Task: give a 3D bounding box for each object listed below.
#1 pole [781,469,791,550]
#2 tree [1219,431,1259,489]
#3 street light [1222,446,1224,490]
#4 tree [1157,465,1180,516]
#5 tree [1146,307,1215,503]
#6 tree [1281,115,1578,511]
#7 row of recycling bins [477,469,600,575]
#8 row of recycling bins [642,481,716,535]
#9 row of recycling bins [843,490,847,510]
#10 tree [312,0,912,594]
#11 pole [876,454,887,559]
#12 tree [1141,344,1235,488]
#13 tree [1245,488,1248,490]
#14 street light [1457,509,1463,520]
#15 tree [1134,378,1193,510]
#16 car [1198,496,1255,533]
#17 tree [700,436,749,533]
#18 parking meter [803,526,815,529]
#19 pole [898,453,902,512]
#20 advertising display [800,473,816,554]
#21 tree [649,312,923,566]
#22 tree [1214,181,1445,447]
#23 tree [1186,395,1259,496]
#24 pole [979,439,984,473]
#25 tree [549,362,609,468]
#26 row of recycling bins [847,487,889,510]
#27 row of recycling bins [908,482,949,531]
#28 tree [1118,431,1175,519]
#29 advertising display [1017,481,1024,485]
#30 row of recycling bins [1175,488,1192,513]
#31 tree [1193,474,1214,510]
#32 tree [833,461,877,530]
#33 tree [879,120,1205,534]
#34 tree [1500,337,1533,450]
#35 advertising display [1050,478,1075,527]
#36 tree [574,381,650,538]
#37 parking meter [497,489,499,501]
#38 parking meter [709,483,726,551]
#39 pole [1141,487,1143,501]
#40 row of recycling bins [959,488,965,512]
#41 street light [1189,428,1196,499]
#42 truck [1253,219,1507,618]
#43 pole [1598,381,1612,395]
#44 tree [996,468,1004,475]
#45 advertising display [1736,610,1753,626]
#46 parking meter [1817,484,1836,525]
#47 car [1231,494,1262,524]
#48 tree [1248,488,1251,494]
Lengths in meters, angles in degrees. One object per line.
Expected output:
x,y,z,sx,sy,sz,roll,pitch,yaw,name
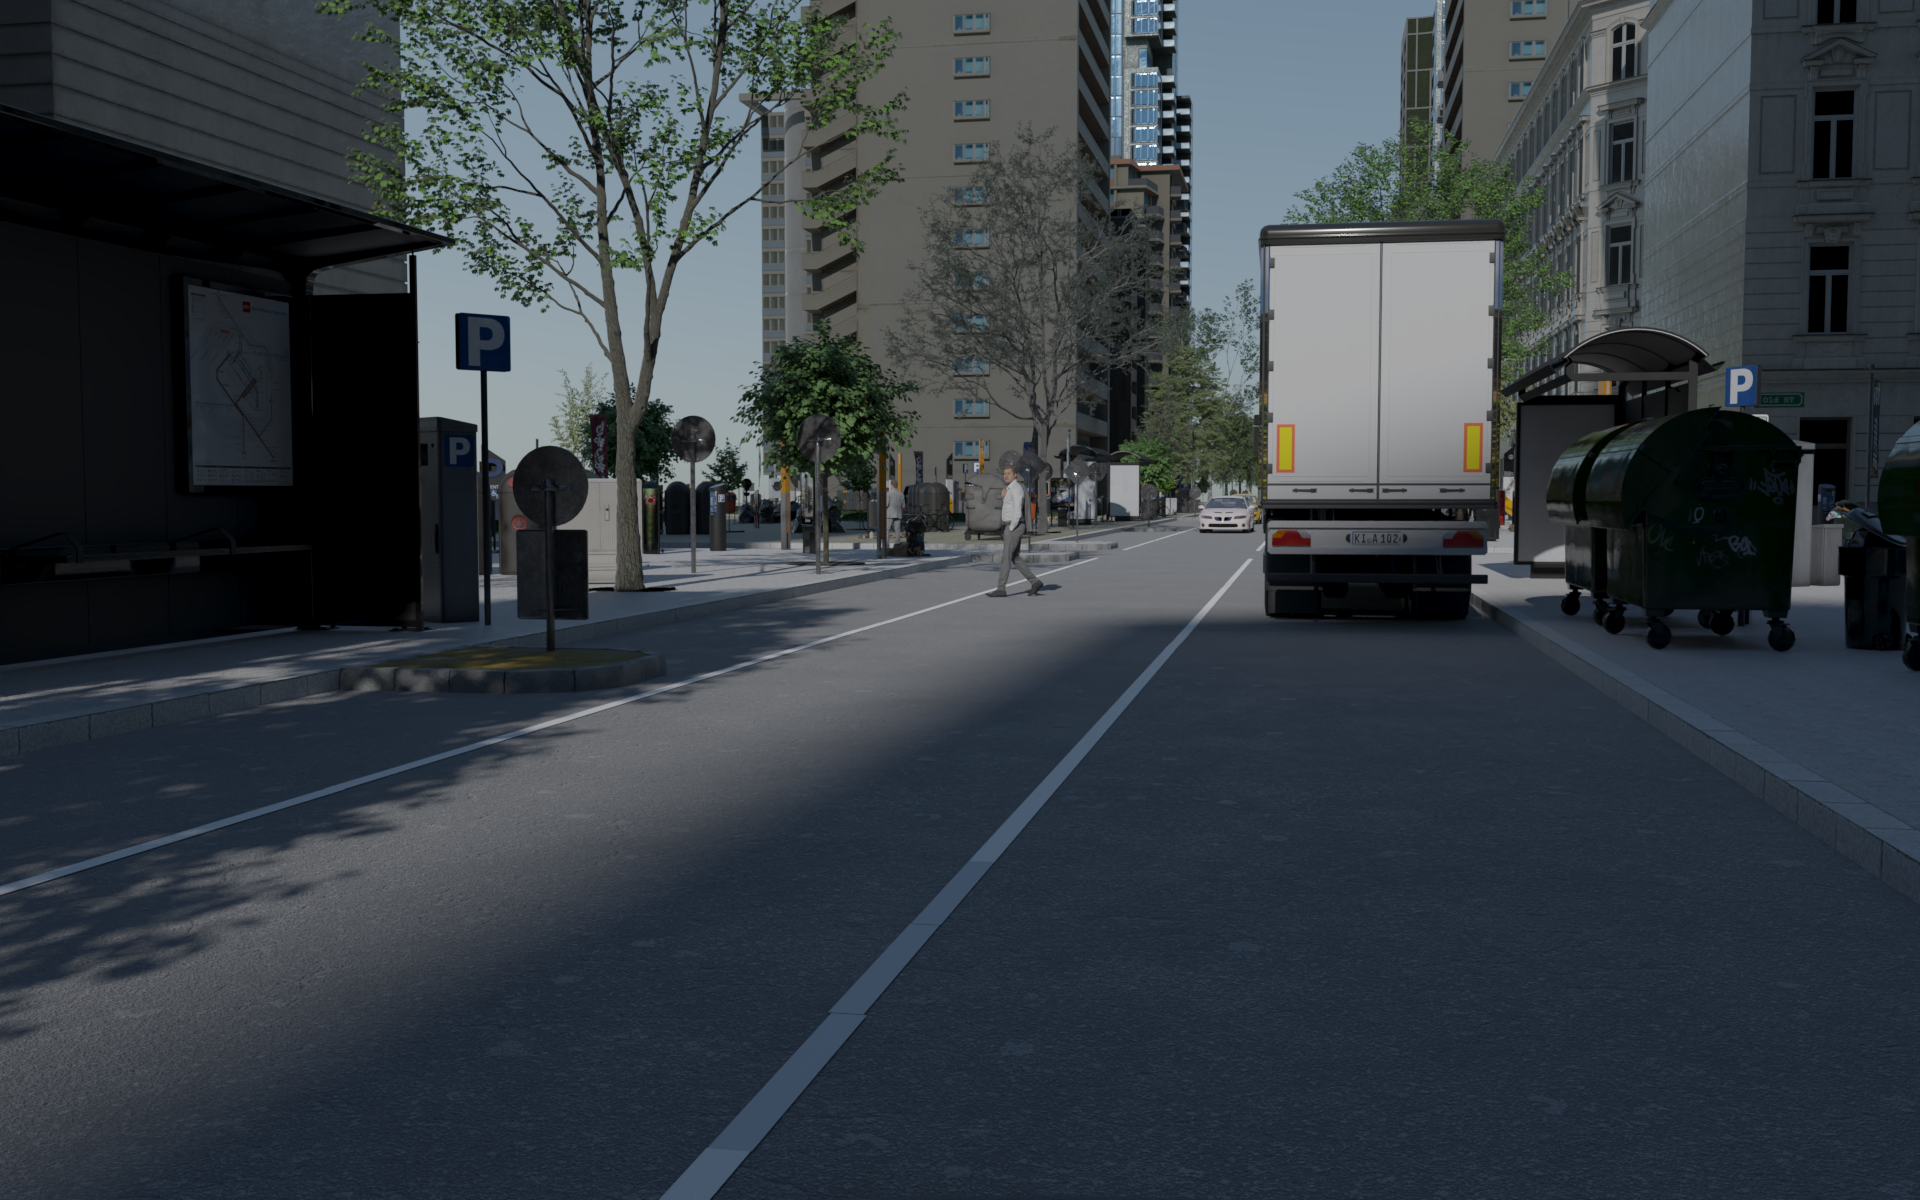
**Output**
-4.003,-2.805,39.697,0.158,3.312,0.155,0,3,0,pole
33.898,-17.113,214.203,8.767,10.594,7.601,2,4,30,tree
25.060,-11.750,164.907,0.468,5.910,1.993,1,4,11,street light
11.995,-6.569,102.011,1.663,3.219,1.824,0,3,0,tree
22.969,-18.164,152.867,12.611,20.169,13.585,0,3,0,tree
13.150,-7.533,48.927,9.928,11.665,9.643,0,3,0,tree
-7.441,-1.252,27.585,3.534,1.692,1.069,-1,4,-13,row of recycling bins
-9.379,-2.937,55.130,3.534,1.692,1.069,0,4,2,row of recycling bins
-6.747,-6.328,110.575,1.069,1.692,3.534,-1,4,-15,row of recycling bins
-4.285,-5.930,22.707,9.928,11.665,9.643,0,3,0,tree
-1.543,-2.459,34.041,0.158,3.312,0.155,0,3,0,pole
17.334,-13.045,131.418,7.486,12.596,7.792,0,3,0,tree
45.575,-19.598,270.780,4.737,8.622,4.395,0,3,0,tree
10.303,-3.839,35.549,0.468,5.910,1.993,1,4,11,street light
12.818,-9.789,110.406,4.360,8.622,3.978,0,3,0,tree
10.019,-3.211,64.857,2.083,1.381,4.827,1,4,13,car
-7.877,-3.879,58.024,1.663,3.219,1.824,0,3,0,tree
-4.510,-2.643,51.620,0.372,1.533,0.369,0,3,0,parking meter
-2.998,-5.681,86.726,0.158,3.312,0.155,0,3,0,pole
-3.240,-1.959,37.248,0.123,1.923,0.974,-1,4,-21,advertising display
-2.516,-2.924,31.525,4.285,4.588,4.351,0,3,0,tree
24.154,-15.316,106.305,12.611,20.169,13.585,0,3,0,tree
29.841,-16.957,194.256,9.611,12.733,9.660,0,3,0,tree
0.800,-4.321,64.492,0.158,3.312,0.155,0,3,0,pole
-21.310,-8.993,97.393,4.737,8.622,4.395,0,3,0,tree
-5.278,-6.050,106.034,1.069,1.692,3.534,2,4,33,row of recycling bins
-1.183,-3.347,61.836,1.069,1.692,3.534,-1,4,-13,row of recycling bins
9.665,-6.510,90.157,4.285,4.588,4.351,0,3,0,tree
3.243,-4.905,85.406,0.974,1.923,0.123,1,4,23,advertising display
15.303,-6.805,118.378,1.069,1.692,3.534,0,4,2,row of recycling bins
20.164,-9.144,144.104,1.663,3.219,1.824,0,3,0,tree
-3.589,-4.109,61.791,1.663,3.219,1.824,0,3,0,tree
2.724,-8.942,56.569,12.009,13.543,11.850,0,3,0,tree
23.172,-7.690,76.095,4.737,8.622,4.395,0,3,0,tree
4.035,-3.853,68.207,0.974,1.923,0.123,0,4,2,advertising display
-9.518,-4.083,50.466,4.285,4.588,4.351,0,3,0,tree
-18.677,-3.800,70.546,0.372,1.533,0.369,0,3,0,parking meter
-5.450,-1.869,38.976,0.372,1.533,0.369,0,3,0,parking meter
11.396,-6.973,107.844,0.158,3.312,0.155,0,3,0,pole
1.047,-6.733,117.191,3.534,1.692,1.069,-2,4,-28,row of recycling bins
16.343,-9.098,121.538,0.468,5.910,1.993,1,4,11,street light
5.327,-2.107,23.371,2.839,4.237,11.283,1,4,10,truck
10.937,-2.178,29.461,0.158,3.312,0.155,0,3,0,pole
2.789,-7.216,112.575,1.663,3.219,1.824,0,3,0,tree
7.800,-0.730,17.157,0.123,1.923,0.974,2,4,29,advertising display
21.143,-2.071,42.276,0.372,1.533,0.369,0,3,0,parking meter
13.587,-4.456,83.072,2.015,1.641,3.980,1,4,12,car
43.107,-18.818,258.041,4.360,8.622,3.978,0,3,0,tree
